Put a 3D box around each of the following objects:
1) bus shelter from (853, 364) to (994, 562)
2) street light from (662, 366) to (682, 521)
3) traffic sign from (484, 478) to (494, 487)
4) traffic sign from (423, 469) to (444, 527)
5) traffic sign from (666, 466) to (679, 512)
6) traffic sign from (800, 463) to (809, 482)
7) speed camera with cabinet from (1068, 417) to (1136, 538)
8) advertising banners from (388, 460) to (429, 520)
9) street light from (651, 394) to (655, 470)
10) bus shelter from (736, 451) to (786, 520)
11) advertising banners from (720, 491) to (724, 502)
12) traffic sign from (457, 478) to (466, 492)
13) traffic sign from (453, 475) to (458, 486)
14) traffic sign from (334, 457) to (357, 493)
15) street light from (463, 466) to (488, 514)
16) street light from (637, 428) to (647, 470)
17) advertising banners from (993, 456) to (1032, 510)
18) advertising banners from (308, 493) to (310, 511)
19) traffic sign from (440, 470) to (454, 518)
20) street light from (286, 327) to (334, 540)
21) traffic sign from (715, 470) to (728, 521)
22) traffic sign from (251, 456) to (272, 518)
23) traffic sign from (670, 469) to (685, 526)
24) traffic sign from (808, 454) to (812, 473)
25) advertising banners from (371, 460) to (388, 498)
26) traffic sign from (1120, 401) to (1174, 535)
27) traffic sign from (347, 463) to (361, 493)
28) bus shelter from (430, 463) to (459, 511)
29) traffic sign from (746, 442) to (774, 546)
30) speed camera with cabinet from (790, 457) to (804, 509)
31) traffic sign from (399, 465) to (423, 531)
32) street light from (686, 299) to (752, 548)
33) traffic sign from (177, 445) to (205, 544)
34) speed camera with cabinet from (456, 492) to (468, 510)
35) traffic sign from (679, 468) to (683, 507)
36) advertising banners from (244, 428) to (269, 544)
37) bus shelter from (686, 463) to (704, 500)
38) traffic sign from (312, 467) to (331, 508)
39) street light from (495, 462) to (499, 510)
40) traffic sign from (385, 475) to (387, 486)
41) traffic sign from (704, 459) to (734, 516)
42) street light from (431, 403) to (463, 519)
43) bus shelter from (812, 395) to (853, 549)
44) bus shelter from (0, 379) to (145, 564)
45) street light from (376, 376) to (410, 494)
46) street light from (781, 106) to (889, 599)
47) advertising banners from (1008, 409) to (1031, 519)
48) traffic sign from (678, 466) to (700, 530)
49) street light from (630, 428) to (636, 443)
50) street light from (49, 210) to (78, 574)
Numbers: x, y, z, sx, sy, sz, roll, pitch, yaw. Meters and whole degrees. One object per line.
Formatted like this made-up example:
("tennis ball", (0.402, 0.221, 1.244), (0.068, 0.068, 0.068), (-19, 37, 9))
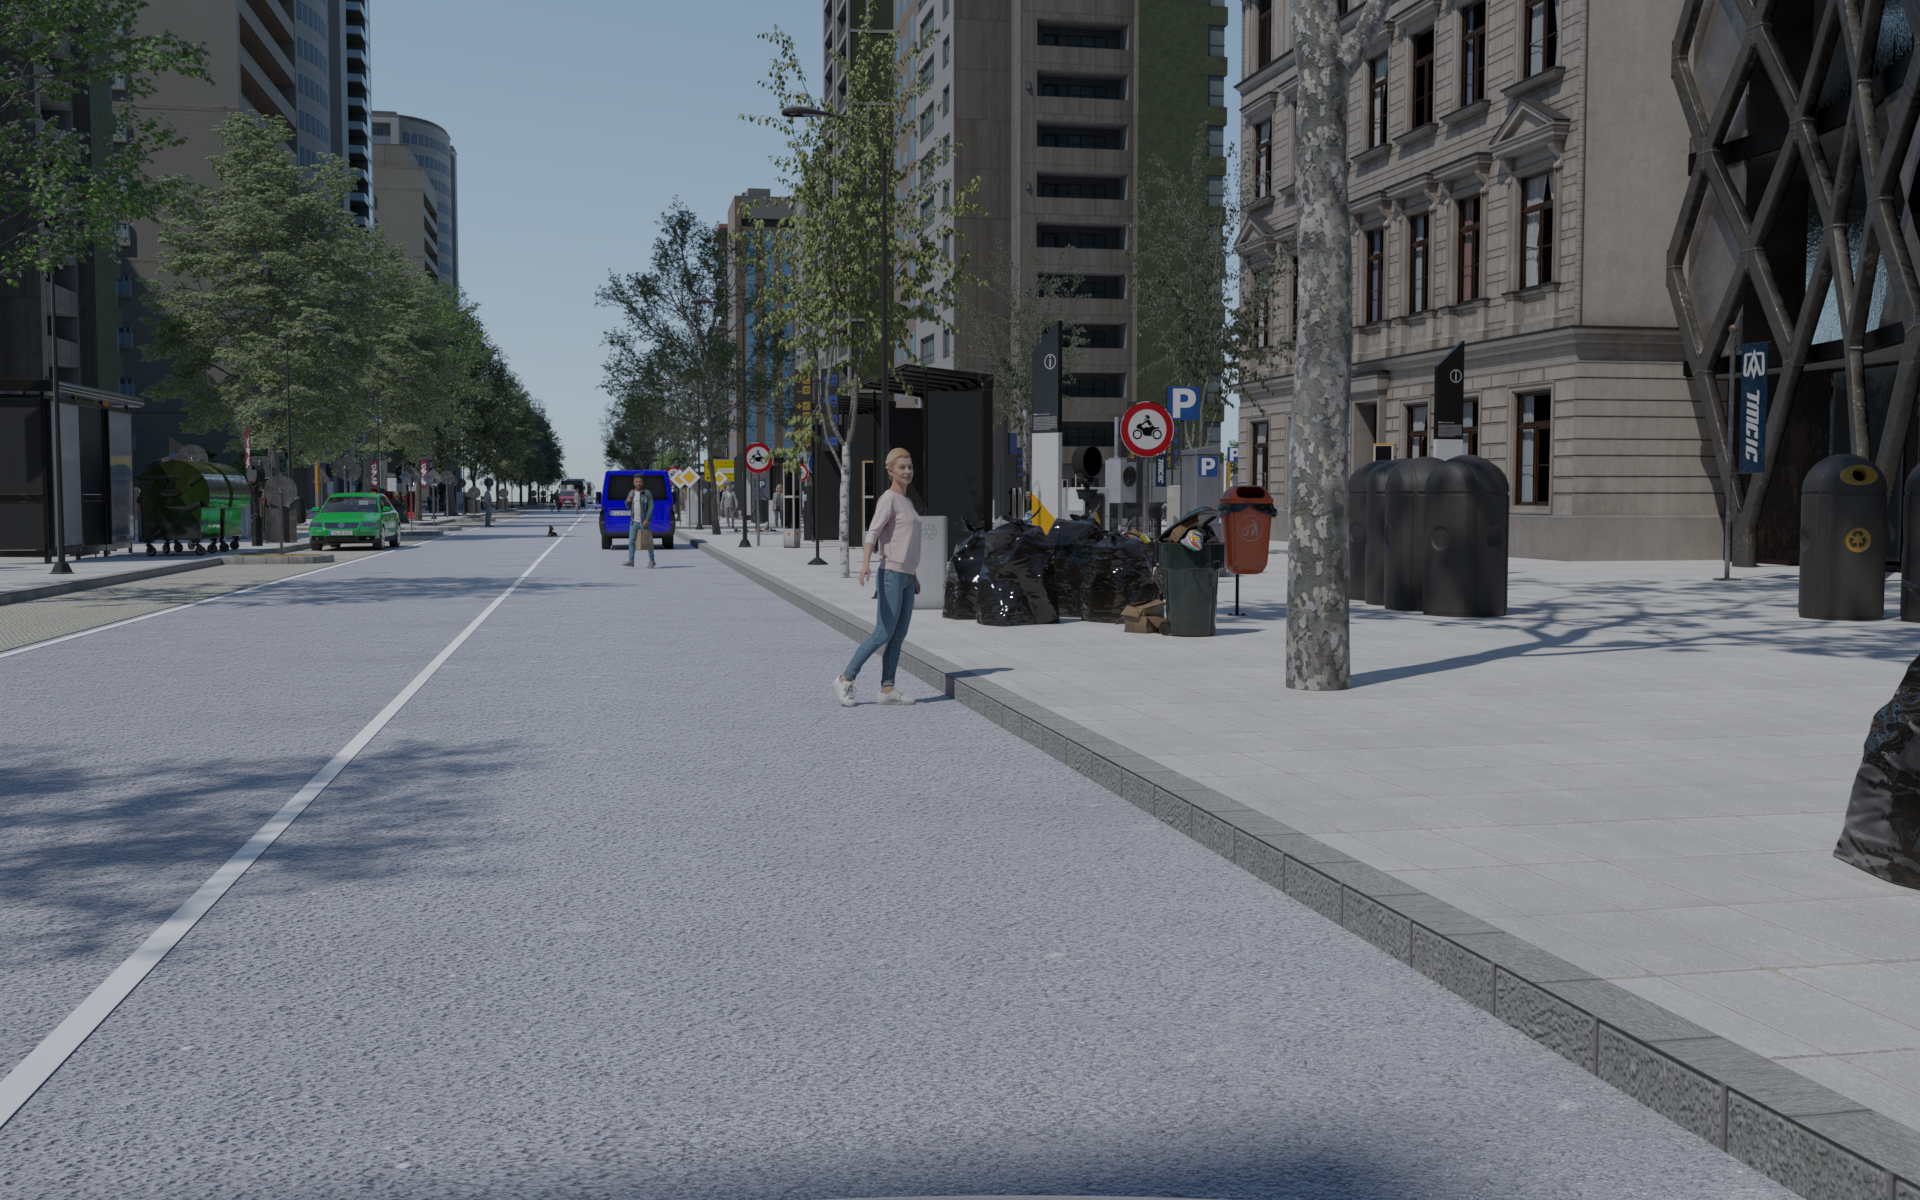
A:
("bus shelter", (-0.766, -2.640, 34.447), (1.731, 3.624, 6.357), (-1, 4, -12))
("street light", (-9.880, -5.465, 61.892), (1.470, 5.913, 1.316), (-1, 4, -12))
("traffic sign", (-36.771, -8.263, 135.199), (0.768, 2.556, 0.104), (-1, 4, -9))
("traffic sign", (-20.641, -3.931, 67.912), (0.795, 2.450, 0.064), (-1, 4, -12))
("traffic sign", (-13.222, -4.889, 80.048), (0.768, 2.556, 0.104), (0, 4, -2))
("traffic sign", (-6.619, -4.363, 71.449), (0.768, 2.556, 0.104), (0, 4, -3))
("speed camera with cabinet", (3.640, -3.033, 43.931), (2.038, 3.252, 0.660), (-3, 5, -42))
("advertising banners", (-27.656, -5.562, 87.134), (2.074, 3.025, 0.090), (1, 4, 9))
("street light", (-13.727, -6.627, 80.885), (1.470, 5.913, 1.316), (-1, 4, -12))
("bus shelter", (-9.355, -5.372, 81.762), (2.014, 3.302, 5.546), (-1, 4, -12))
("advertising banners", (-13.782, -6.646, 104.846), (2.074, 3.025, 0.090), (-1, 4, -22))
("traffic sign", (-40.487, -8.597, 140.668), (0.768, 2.556, 0.104), (0, 4, -4))
("traffic sign", (-33.843, -7.054, 115.443), (0.768, 2.556, 0.104), (-1, 4, -10))
("traffic sign", (-21.121, -3.635, 59.538), (0.768, 2.556, 0.104), (0, 4, -4))
("street light", (-30.769, -8.364, 109.298), (1.470, 5.913, 1.316), (-1, 4, -12))
("street light", (-17.947, -7.877, 101.322), (1.470, 5.913, 1.316), (-1, 4, -12))
("advertising banners", (2.475, -5.082, 79.271), (2.074, 3.025, 0.090), (2, 4, 25))
("advertising banners", (-50.094, -8.212, 130.459), (2.074, 3.025, 0.090), (-1, 4, -16))
("traffic sign", (-27.574, -5.688, 93.097), (0.768, 2.556, 0.104), (-1, 4, -10))
("street light", (-18.087, -4.626, 48.180), (1.470, 5.913, 1.316), (-1, 4, -12))
("traffic sign", (-11.589, -5.028, 83.397), (0.795, 2.450, 0.064), (-1, 4, -8))
("traffic sign", (-18.913, -2.734, 46.828), (0.606, 2.300, 0.079), (0, 4, -3))
("traffic sign", (-11.286, -4.047, 69.803), (0.795, 2.450, 0.064), (-1, 4, -12))
("traffic sign", (-4.063, -3.094, 50.690), (0.768, 2.556, 0.104), (0, 4, -5))
("advertising banners", (-29.057, -5.630, 88.231), (2.074, 3.025, 0.090), (-2, 4, -25))
("traffic sign", (2.561, -1.454, 23.874), (0.768, 2.556, 0.104), (-1, 4, -11))
("traffic sign", (-23.909, -4.153, 68.002), (0.768, 2.556, 0.104), (0, 4, -6))
("bus shelter", (-39.035, -8.576, 131.499), (1.731, 3.624, 6.357), (-1, 4, -12))
("traffic sign", (-4.984, -2.609, 42.766), (0.768, 2.556, 0.104), (-1, 4, -11))
("speed camera with cabinet", (-7.676, -5.586, 85.661), (2.038, 3.252, 0.660), (2, 4, 28))
("traffic sign", (-19.036, -3.452, 60.090), (0.795, 2.450, 0.064), (-1, 4, -12))
("street light", (-5.710, -4.213, 41.432), (1.470, 5.913, 1.316), (-1, 4, -12))
("traffic sign", (-19.773, -2.724, 44.644), (0.768, 2.556, 0.104), (-1, 4, -9))
("speed camera with cabinet", (-39.881, -8.756, 137.497), (2.038, 3.252, 0.660), (1, 4, 20))
("traffic sign", (-13.842, -5.209, 85.269), (0.768, 2.556, 0.104), (0, 4, -4))
("advertising banners", (-18.483, -3.016, 45.498), (0.090, 3.025, 2.074), (-3, 4, -36))
("bus shelter", (-17.666, -7.544, 117.275), (2.014, 3.302, 5.546), (-1, 4, -12))
("traffic sign", (-30.567, -5.074, 82.962), (0.884, 2.594, 0.081), (0, 4, -4))
("street light", (-34.869, -9.616, 129.760), (1.470, 5.913, 1.316), (-1, 4, -12))
("traffic sign", (-30.556, -5.560, 93.041), (0.606, 2.300, 0.079), (-1, 4, -9))
("traffic sign", (-13.830, -6.572, 101.317), (2.265, 3.308, 0.079), (0, 4, -3))
("street light", (-26.451, -7.108, 88.759), (1.470, 5.913, 1.316), (-1, 4, -12))
("bus shelter", (-2.870, -3.194, 43.501), (1.731, 3.624, 6.357), (-1, 4, -12))
("bus shelter", (-17.832, -3.386, 32.995), (2.179, 5.291, 8.768), (-1, 4, -11))
("street light", (-22.229, -5.831, 67.883), (1.470, 5.913, 1.316), (-1, 4, -12))
("street light", (-1.448, -2.964, 21.003), (1.470, 5.913, 1.316), (-1, 4, -12))
("advertising banners", (1.187, -2.377, 35.060), (0.090, 3.025, 2.074), (1, 4, 11))
("traffic sign", (-9.682, -3.568, 61.981), (0.795, 2.450, 0.064), (-1, 4, -12))
("street light", (-22.308, -9.153, 122.195), (1.470, 5.913, 1.316), (-1, 4, -12))
("street light", (-13.892, -3.376, 27.738), (1.470, 5.913, 1.316), (-1, 4, -12))
